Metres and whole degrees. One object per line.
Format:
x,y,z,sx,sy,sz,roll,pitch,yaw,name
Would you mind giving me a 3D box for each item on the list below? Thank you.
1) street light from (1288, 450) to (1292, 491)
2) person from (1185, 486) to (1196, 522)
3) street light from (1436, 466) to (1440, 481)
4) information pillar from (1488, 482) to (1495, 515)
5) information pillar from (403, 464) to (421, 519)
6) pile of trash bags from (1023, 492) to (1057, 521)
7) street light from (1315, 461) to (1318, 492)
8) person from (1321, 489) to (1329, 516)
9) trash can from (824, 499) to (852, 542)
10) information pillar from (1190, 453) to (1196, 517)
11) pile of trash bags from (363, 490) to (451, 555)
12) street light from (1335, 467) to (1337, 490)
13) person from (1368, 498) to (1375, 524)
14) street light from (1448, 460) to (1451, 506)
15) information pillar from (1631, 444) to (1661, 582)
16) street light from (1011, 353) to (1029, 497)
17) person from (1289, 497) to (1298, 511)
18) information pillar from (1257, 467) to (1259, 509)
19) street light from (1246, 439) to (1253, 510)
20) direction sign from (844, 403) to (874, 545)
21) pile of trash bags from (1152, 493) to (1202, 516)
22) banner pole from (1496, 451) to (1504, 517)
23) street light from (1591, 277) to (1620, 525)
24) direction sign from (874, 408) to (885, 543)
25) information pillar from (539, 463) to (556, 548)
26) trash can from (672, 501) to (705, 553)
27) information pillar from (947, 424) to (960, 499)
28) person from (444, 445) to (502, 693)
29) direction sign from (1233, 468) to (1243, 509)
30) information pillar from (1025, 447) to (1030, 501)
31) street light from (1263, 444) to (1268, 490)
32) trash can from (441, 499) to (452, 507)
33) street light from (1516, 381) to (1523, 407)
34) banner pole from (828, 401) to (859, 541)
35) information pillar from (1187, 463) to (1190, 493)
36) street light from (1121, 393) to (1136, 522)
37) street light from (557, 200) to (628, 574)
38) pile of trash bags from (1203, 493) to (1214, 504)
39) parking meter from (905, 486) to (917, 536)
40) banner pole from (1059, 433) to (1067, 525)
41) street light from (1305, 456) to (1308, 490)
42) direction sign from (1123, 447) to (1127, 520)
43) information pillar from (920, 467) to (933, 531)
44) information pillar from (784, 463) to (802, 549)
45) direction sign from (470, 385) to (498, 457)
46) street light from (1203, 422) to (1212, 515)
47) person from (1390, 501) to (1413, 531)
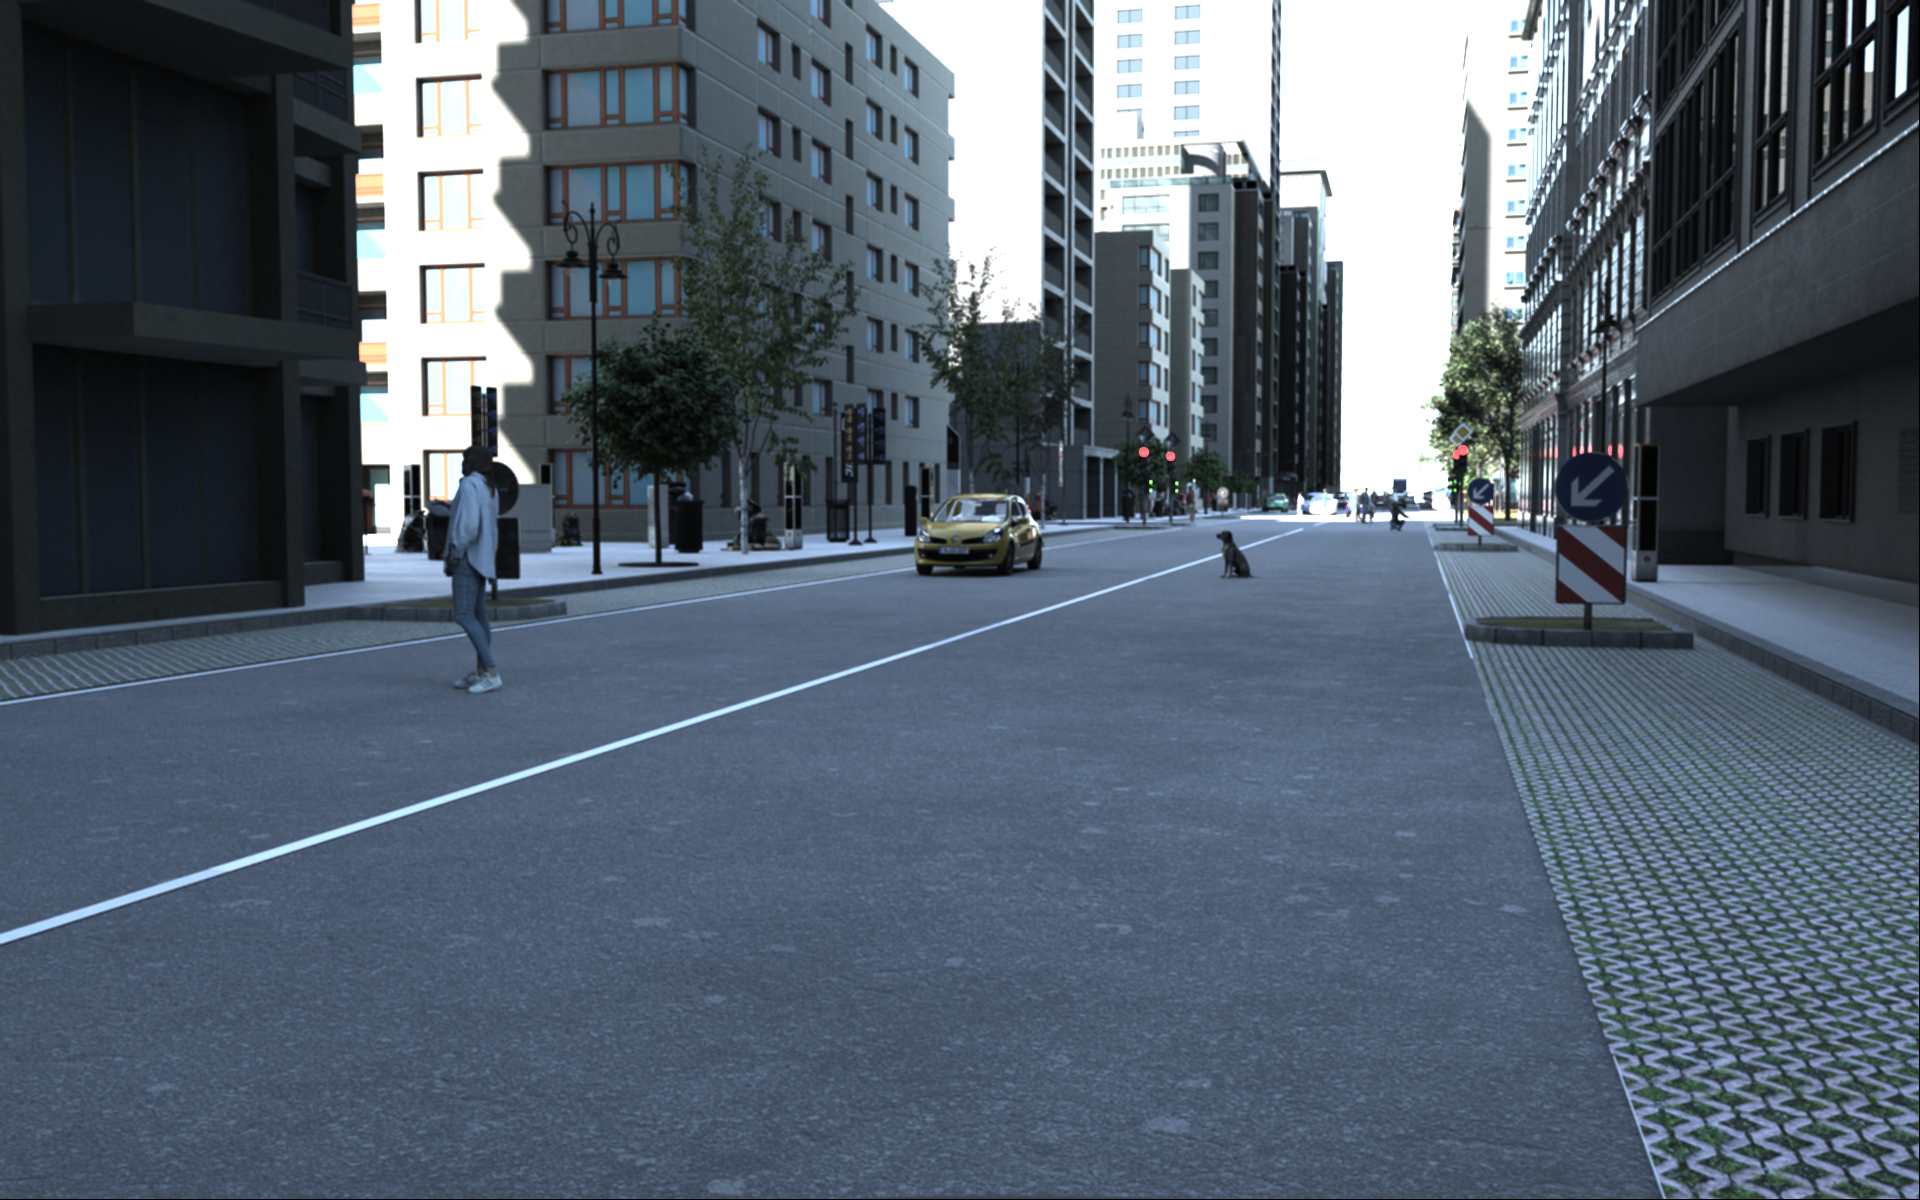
34.645,-12.810,182.234,0.468,5.910,1.993,1,4,15,street light
10.798,-4.444,81.139,0.573,1.828,0.580,-1,4,-10,person
83.070,-20.111,301.597,0.468,5.910,1.993,1,4,15,street light
32.147,-6.134,104.776,0.304,2.012,0.304,-2,4,-33,information pillar
-13.440,-2.326,42.515,0.304,2.012,0.304,2,4,33,information pillar
3.688,-4.447,82.463,1.912,1.369,3.447,0,4,-3,pile of trash bags
48.117,-15.957,233.676,0.468,5.910,1.993,1,4,15,street light
24.147,-6.467,114.485,0.529,1.795,0.600,2,4,25,person
-3.260,-2.119,46.297,0.748,1.137,0.748,0,3,0,trash can
13.392,-6.586,99.036,0.183,3.616,0.504,1,4,8,information pillar
-11.713,-1.718,37.841,3.447,1.369,1.912,-3,5,-42,pile of trash bags
63.331,-19.491,291.460,0.468,5.910,1.993,1,4,15,street light
19.783,-4.291,83.337,0.352,1.250,0.332,2,4,27,person
54.297,-13.421,192.226,0.468,5.910,1.993,1,4,15,street light
10.028,-1.274,25.324,0.304,2.012,0.304,0,4,8,information pillar
1.902,-5.147,56.948,0.468,5.910,1.993,1,4,15,street light
28.401,-8.137,147.031,0.738,1.151,1.012,-2,4,-30,person
25.413,-9.554,147.567,0.183,3.616,0.504,1,4,9,information pillar
22.847,-10.049,137.088,0.468,5.910,1.993,1,4,15,street light
-2.631,-3.151,43.513,0.379,3.537,0.876,-3,5,-39,direction sign
12.700,-5.696,102.886,1.912,1.369,3.447,2,4,28,pile of trash bags
30.527,-6.581,97.613,0.401,3.779,0.863,0,4,4,banner pole
13.793,-3.935,37.127,0.468,5.910,1.993,1,4,15,street light
-2.368,-3.278,45.589,0.876,3.537,0.379,-2,4,-27,direction sign
-9.872,-2.260,41.448,0.304,2.012,0.304,0,4,-2,information pillar
-5.931,-1.602,37.849,0.748,1.137,0.748,0,3,0,trash can
-0.228,-4.086,58.158,0.504,3.616,0.183,2,4,32,information pillar
-3.557,-0.243,12.744,0.793,1.790,0.793,-2,4,-33,person
23.932,-9.617,149.229,0.876,3.537,0.379,2,4,27,direction sign
3.299,-5.737,85.150,0.183,3.616,0.504,-1,4,-15,information pillar
27.041,-11.037,153.237,0.468,5.910,1.993,1,4,15,street light
-13.406,-2.071,45.520,0.748,1.137,0.748,0,3,0,trash can
21.518,-5.716,66.239,0.468,5.910,1.993,1,4,15,street light
-3.148,-3.476,46.853,0.863,3.779,0.401,1,4,10,banner pole
16.400,-8.086,123.568,0.504,3.616,0.183,-1,4,-21,information pillar
7.686,-6.513,79.278,0.468,5.910,1.993,1,4,15,street light
-5.824,-3.353,27.603,0.468,5.910,1.993,1,4,15,street light
19.943,-8.300,145.453,3.447,1.369,1.912,3,5,40,pile of trash bags
-1.497,-2.719,52.867,0.372,1.533,0.369,0,3,0,parking meter
4.186,-4.949,70.925,0.401,3.779,0.863,1,4,23,banner pole
42.227,-14.582,211.197,0.468,5.910,1.993,1,4,15,street light
8.092,-5.643,84.263,0.379,3.537,0.876,0,4,1,direction sign
-0.918,-2.660,47.989,0.304,2.012,0.304,1,4,13,information pillar
-3.888,-2.197,40.420,0.304,2.012,0.304,2,4,35,information pillar
-10.004,-2.721,36.491,0.379,3.537,0.876,1,4,20,direction sign
15.400,-8.277,108.124,0.468,5.910,1.993,1,4,15,street light
17.118,-3.268,67.435,1.012,1.151,0.738,-1,4,-14,person
